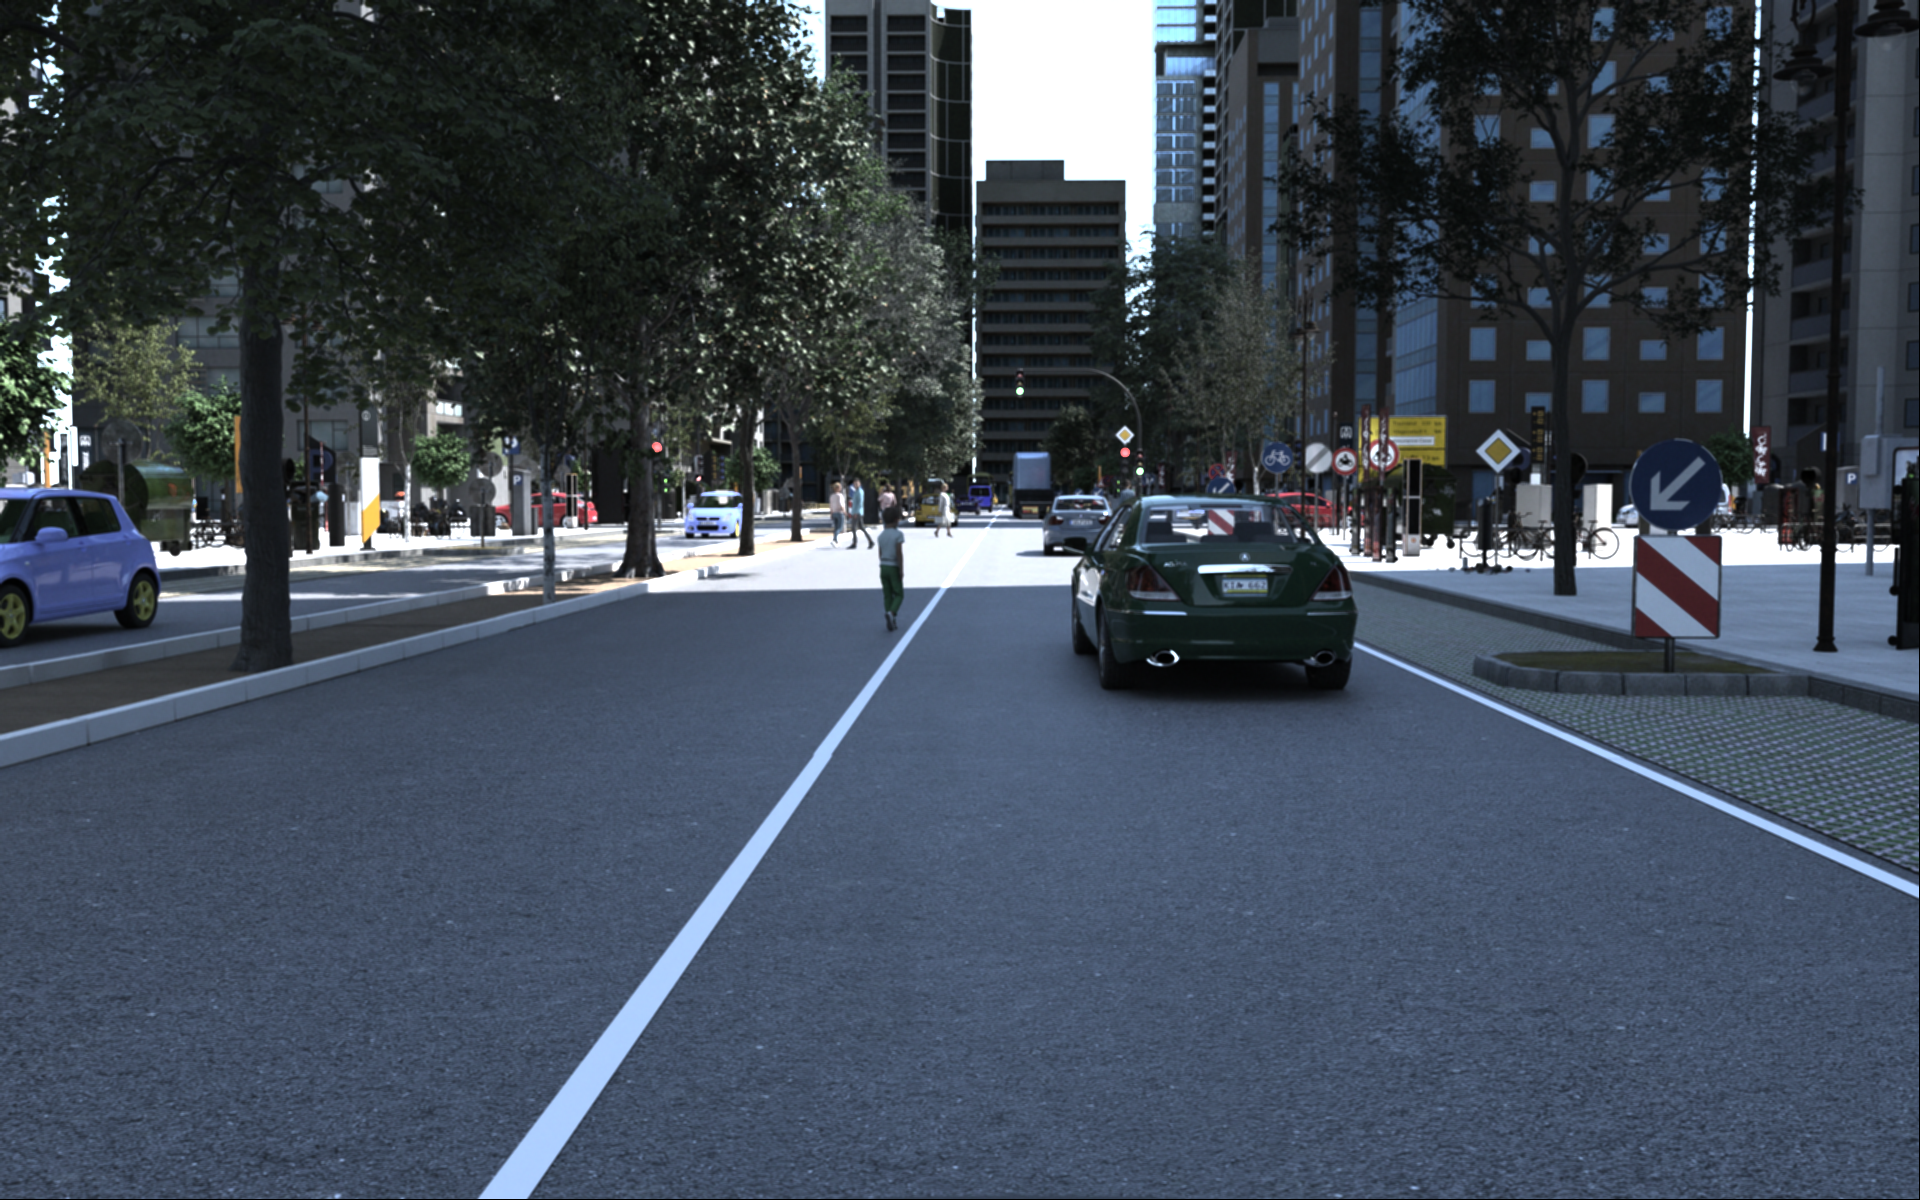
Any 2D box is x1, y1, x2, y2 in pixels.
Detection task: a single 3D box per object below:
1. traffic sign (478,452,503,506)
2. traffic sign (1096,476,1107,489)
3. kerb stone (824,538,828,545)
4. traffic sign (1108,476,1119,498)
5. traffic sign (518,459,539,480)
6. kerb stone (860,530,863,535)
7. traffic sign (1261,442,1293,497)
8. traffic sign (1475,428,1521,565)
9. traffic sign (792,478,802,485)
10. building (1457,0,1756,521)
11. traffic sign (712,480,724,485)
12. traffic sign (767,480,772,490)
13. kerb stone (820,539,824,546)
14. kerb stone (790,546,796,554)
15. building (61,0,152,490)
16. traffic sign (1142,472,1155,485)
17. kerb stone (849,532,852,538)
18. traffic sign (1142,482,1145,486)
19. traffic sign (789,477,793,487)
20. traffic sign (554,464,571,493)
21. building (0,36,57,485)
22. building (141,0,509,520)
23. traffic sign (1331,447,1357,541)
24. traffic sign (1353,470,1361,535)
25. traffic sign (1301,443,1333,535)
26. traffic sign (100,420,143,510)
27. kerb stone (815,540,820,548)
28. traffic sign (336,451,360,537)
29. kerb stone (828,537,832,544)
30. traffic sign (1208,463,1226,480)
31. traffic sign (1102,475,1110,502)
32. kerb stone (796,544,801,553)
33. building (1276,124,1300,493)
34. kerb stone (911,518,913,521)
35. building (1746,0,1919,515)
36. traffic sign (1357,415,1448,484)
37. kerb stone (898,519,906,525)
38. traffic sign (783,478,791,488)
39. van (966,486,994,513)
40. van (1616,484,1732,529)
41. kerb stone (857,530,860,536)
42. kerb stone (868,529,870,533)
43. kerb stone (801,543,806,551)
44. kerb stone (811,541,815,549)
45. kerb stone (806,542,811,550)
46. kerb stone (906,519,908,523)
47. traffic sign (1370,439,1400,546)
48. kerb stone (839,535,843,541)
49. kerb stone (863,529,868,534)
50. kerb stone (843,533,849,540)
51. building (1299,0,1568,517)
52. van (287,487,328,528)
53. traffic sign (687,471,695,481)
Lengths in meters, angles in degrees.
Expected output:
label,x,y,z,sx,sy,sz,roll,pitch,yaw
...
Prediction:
label,x,y,z,sx,sy,sz,roll,pitch,yaw
traffic sign,-14.109,-3.175,52.017,0.768,2.556,0.104,0,4,6
traffic sign,10.100,-7.514,122.859,0.884,2.594,0.081,1,4,10
kerb stone,-3.874,-1.600,48.350,0.120,0.150,1.000,0,4,2
traffic sign,10.196,-6.994,114.461,0.768,2.556,0.104,1,4,11
traffic sign,-15.604,-3.824,62.632,0.768,2.556,0.104,0,4,5
kerb stone,-3.528,-2.282,59.612,0.120,0.150,1.000,0,4,2
traffic sign,7.751,-2.585,42.370,0.768,2.556,0.104,0,4,5
traffic sign,9.472,-1.796,30.544,0.795,2.450,0.064,0,4,6
traffic sign,-11.739,-7.621,124.717,0.768,2.556,0.104,0,4,4
building,30.634,-26.833,88.835,14.200,45.320,14.600,0,4,2
traffic sign,-13.879,-6.059,99.172,0.768,2.556,0.104,1,4,10
traffic sign,-14.045,-7.610,126.554,0.606,2.300,0.079,0,4,5
kerb stone,-3.901,-1.531,47.328,0.120,0.150,1.000,0,4,2
kerb stone,-4.093,-1.161,41.185,0.120,0.150,1.000,0,4,2
building,-42.268,-32.508,120.748,28.713,52.752,27.495,0,4,2
traffic sign,10.714,-6.022,98.561,0.768,2.556,0.104,1,4,9
kerb stone,-3.654,-2.037,55.519,0.120,0.150,1.000,0,4,2
traffic sign,13.088,-7.409,121.244,0.768,2.556,0.104,0,4,2
traffic sign,-12.203,-7.761,127.004,0.768,2.556,0.104,0,4,7
traffic sign,-17.011,-4.523,74.049,0.768,2.556,0.104,0,4,5
building,-67.214,-33.755,93.895,28.212,58.520,21.231,0,4,2
building,-33.166,-24.962,91.718,14.154,41.232,14.086,0,4,2
traffic sign,10.458,-2.873,47.072,0.768,2.556,0.104,0,4,8
traffic sign,12.457,-3.291,53.917,0.768,2.556,0.104,0,4,3
traffic sign,8.872,-2.629,43.087,0.768,2.556,0.104,0,4,7
traffic sign,-14.396,-1.812,29.738,0.768,2.556,0.104,0,4,5
kerb stone,-3.933,-1.475,46.307,0.120,0.150,1.000,0,4,2
traffic sign,-18.288,-3.159,51.760,0.768,2.556,0.104,0,4,5
kerb stone,-3.841,-1.663,49.379,0.120,0.150,1.000,0,4,2
traffic sign,10.632,-4.370,71.550,0.768,2.556,0.104,0,4,5
traffic sign,9.923,-7.113,116.398,0.768,2.556,0.104,1,4,10
kerb stone,-4.054,-1.224,42.214,0.120,0.150,1.000,0,4,2
building,32.196,-22.417,138.214,14.160,30.474,14.107,0,4,2
kerb stone,-2.649,-4.073,88.786,0.120,0.150,1.000,0,4,2
building,61.256,-33.746,93.745,28.212,58.520,21.231,0,4,2
traffic sign,11.450,-3.123,44.941,2.265,3.308,0.079,1,4,9
kerb stone,-2.810,-3.760,83.664,0.120,0.150,1.000,0,4,2
traffic sign,-13.901,-8.542,139.668,0.884,2.594,0.081,0,4,3
van,1.560,-8.018,135.482,2.240,2.365,5.245,0,4,1
van,27.690,-3.685,67.254,4.112,2.044,2.013,0,4,2
kerb stone,-3.565,-2.224,58.590,0.120,0.150,1.000,0,4,2
kerb stone,-3.440,-2.477,62.690,0.120,0.150,1.000,0,4,2
kerb stone,-4.025,-1.287,43.235,0.120,0.150,1.000,0,4,2
kerb stone,-3.972,-1.412,45.285,0.120,0.150,1.000,0,4,2
kerb stone,-3.994,-1.350,44.264,0.120,0.150,1.000,0,4,2
kerb stone,-2.774,-3.820,84.685,0.120,0.150,1.000,0,4,2
traffic sign,9.606,-2.408,39.470,0.768,2.556,0.104,0,4,6
kerb stone,-3.739,-1.850,52.449,0.120,0.150,1.000,0,4,2
kerb stone,-3.474,-2.413,61.669,0.120,0.150,1.000,0,4,2
kerb stone,-3.685,-1.972,54.497,0.120,0.150,1.000,0,4,2
building,30.624,-28.476,115.686,14.600,45.320,14.200,0,4,2
van,-25.962,-3.734,68.069,4.112,2.044,2.013,0,4,3
traffic sign,-15.001,-5.948,97.348,0.768,2.556,0.104,0,4,7
